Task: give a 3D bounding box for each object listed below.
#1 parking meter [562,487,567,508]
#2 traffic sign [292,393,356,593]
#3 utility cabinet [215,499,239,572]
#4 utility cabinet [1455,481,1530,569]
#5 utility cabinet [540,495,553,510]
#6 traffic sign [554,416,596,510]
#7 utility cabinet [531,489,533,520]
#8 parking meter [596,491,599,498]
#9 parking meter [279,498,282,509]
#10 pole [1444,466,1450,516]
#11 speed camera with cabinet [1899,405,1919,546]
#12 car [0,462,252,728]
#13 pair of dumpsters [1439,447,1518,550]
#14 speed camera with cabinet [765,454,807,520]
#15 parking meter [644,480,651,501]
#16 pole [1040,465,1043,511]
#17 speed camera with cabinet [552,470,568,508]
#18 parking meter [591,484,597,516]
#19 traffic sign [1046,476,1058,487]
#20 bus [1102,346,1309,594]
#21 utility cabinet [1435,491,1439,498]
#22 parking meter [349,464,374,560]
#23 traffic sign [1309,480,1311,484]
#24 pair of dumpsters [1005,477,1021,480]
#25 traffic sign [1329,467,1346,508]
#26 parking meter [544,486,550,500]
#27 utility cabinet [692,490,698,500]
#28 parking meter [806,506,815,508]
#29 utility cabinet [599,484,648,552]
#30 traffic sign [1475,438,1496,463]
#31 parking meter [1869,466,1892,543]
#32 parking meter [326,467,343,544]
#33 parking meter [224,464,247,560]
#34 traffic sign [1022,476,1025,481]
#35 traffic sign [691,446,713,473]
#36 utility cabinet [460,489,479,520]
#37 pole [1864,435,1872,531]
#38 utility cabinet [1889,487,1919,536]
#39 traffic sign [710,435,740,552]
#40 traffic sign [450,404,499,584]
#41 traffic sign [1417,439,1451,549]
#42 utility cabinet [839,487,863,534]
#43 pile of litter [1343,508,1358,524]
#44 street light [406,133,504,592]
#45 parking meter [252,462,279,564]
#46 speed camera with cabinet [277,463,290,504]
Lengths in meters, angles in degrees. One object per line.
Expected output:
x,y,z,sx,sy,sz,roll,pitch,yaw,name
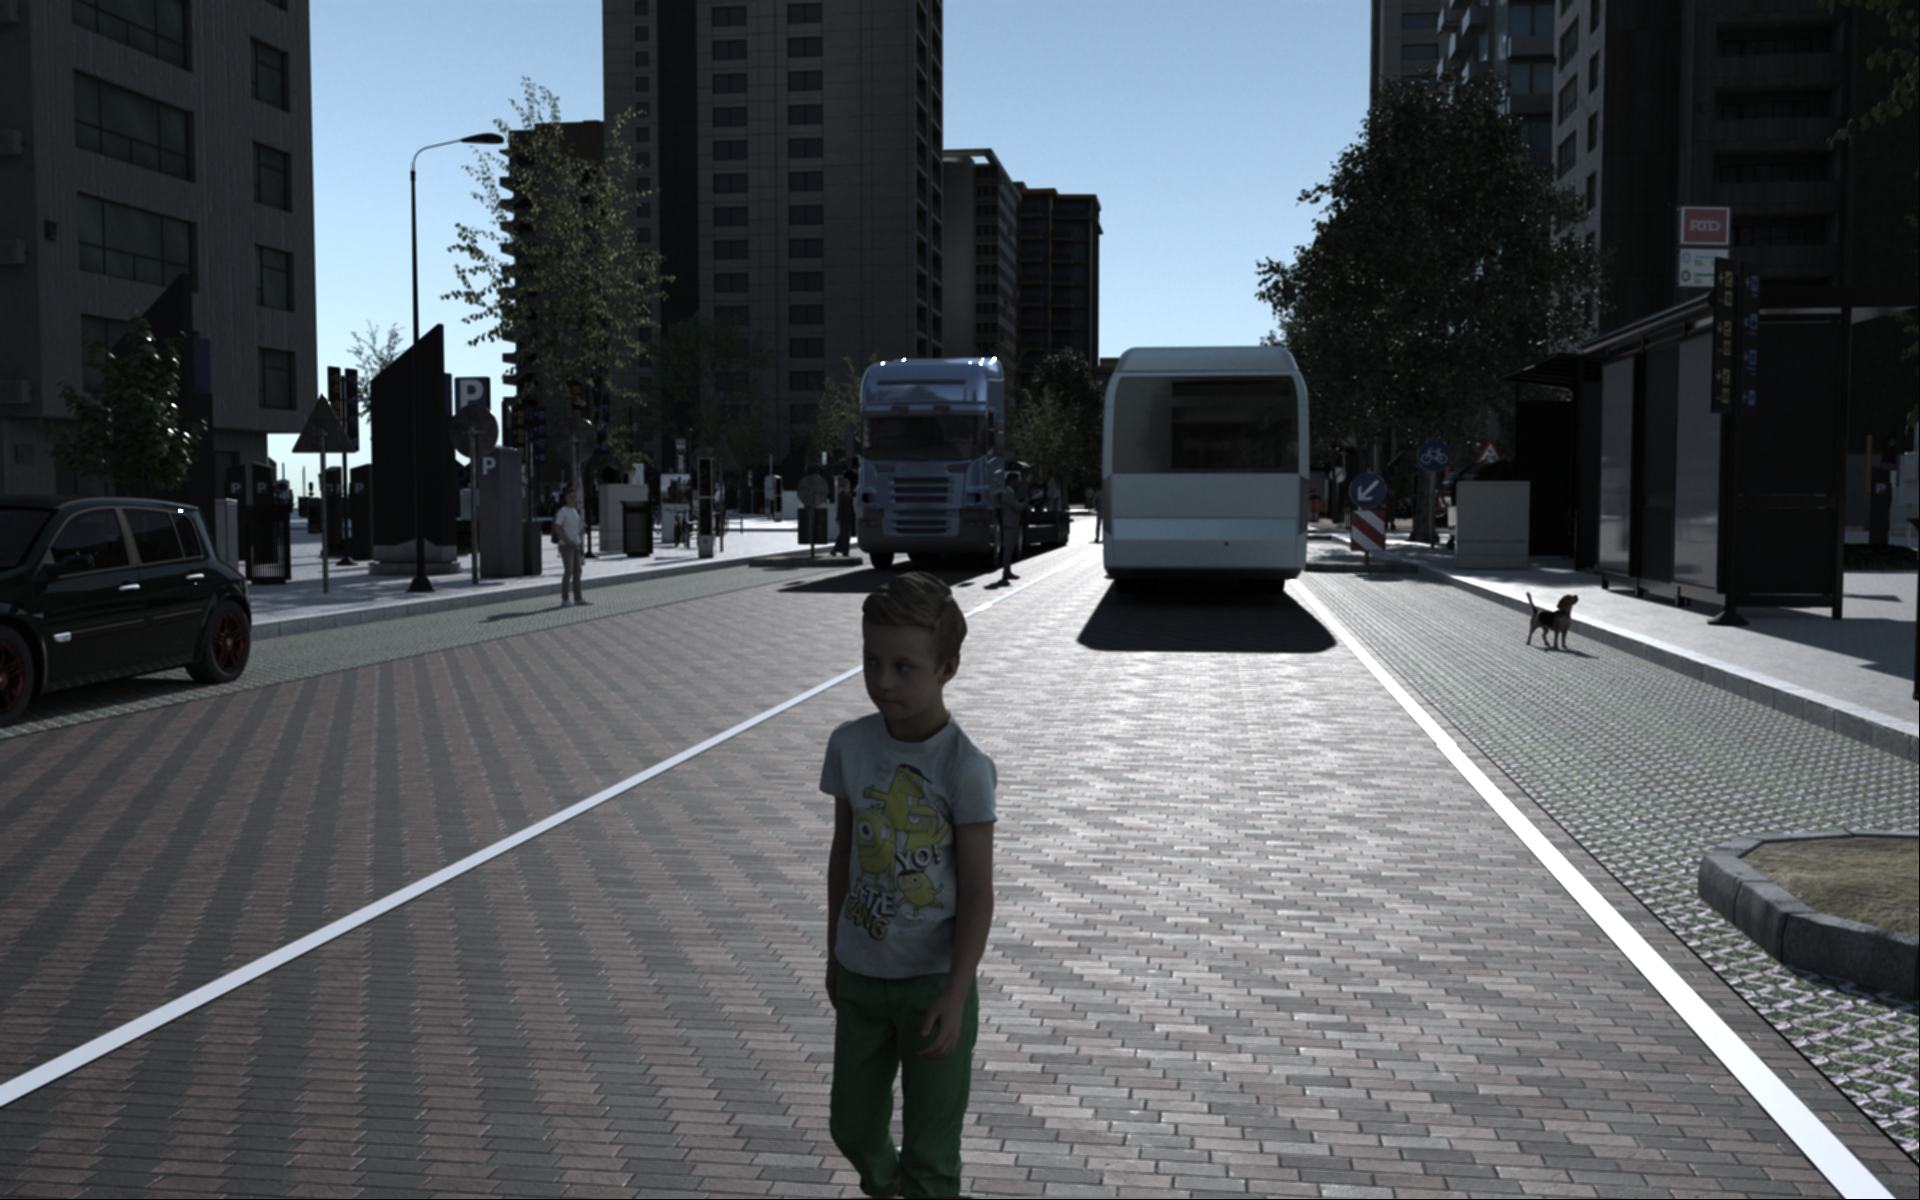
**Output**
-31.391,-8.062,137.519,0.399,1.863,0.255,-3,5,-41,parking meter
-8.222,-1.369,22.382,0.884,2.594,0.081,1,4,9,traffic sign
-10.493,-0.778,23.878,1.020,1.237,0.306,0,4,8,utility cabinet
9.059,-1.273,29.489,1.173,1.500,0.318,1,4,11,utility cabinet
-30.565,-7.155,128.152,0.306,1.237,1.020,2,4,30,utility cabinet
-6.304,-1.725,28.314,0.768,2.556,0.104,1,4,16,traffic sign
-19.331,-4.108,75.840,1.173,1.500,0.318,0,4,-7,utility cabinet
-25.629,-6.969,122.346,0.372,1.533,0.369,0,3,0,parking meter
-47.929,-6.947,121.999,0.372,1.533,0.369,0,3,0,parking meter
22.259,-5.215,79.107,0.158,3.312,0.155,0,3,0,pole
21.609,-2.661,37.838,0.660,3.252,2.038,-1,4,-22,speed camera with cabinet
-6.510,-0.123,11.797,2.009,1.686,4.222,0,4,7,car
11.566,-2.161,37.823,1.574,2.255,4.437,0,4,8,pair of dumpsters
-8.731,-5.618,86.197,2.038,3.252,0.660,2,4,31,speed camera with cabinet
-12.419,-3.836,68.434,0.399,1.863,0.255,-3,5,-43,parking meter
5.501,-7.541,117.140,0.158,3.312,0.155,0,3,0,pole
-32.277,-8.922,140.208,0.660,3.252,2.038,1,4,15,speed camera with cabinet
-21.489,-5.872,101.715,0.255,1.863,0.399,-1,4,-17,parking meter
6.674,-7.680,125.577,0.884,2.594,0.081,1,4,18,traffic sign
3.846,-2.038,28.187,2.948,3.499,13.247,0,4,7,bus
31.653,-6.548,115.741,0.318,1.500,1.173,0,4,-2,utility cabinet
-11.588,-1.702,33.534,0.399,1.863,0.255,0,4,3,parking meter
18.750,-5.788,94.645,0.884,2.594,0.081,1,4,10,traffic sign
2.468,-5.325,89.550,1.574,2.255,4.437,1,4,8,pair of dumpsters
17.605,-4.933,80.760,0.768,2.556,0.104,1,4,13,traffic sign
-28.354,-6.922,118.891,0.255,1.863,0.399,-2,4,-34,parking meter
-14.089,-5.113,92.283,1.173,1.500,0.318,1,4,11,utility cabinet
-7.060,-4.653,81.792,0.399,1.863,0.255,3,5,42,parking meter
-7.455,-1.816,38.367,0.318,1.500,1.173,3,4,38,utility cabinet
12.281,-2.456,40.154,0.884,2.594,0.081,1,4,14,traffic sign
19.060,-1.844,35.856,0.399,1.863,0.255,2,4,28,parking meter
-13.227,-1.886,36.541,0.255,1.863,0.399,0,4,7,parking meter
-14.002,-1.699,33.493,0.399,1.863,0.255,-1,4,-21,parking meter
3.780,-6.630,108.411,0.884,2.594,0.081,1,4,17,traffic sign
-6.760,-2.802,45.915,0.768,2.556,0.104,1,4,8,traffic sign
-22.239,-4.273,78.548,1.173,1.500,0.318,3,5,44,utility cabinet
31.482,-4.050,60.054,0.158,3.312,0.155,0,3,0,pole
28.702,-2.669,52.318,0.318,1.500,1.173,-1,4,-21,utility cabinet
-5.279,-2.342,38.290,0.884,2.594,0.081,1,4,16,traffic sign
-6.901,-1.496,24.574,0.768,2.556,0.104,1,4,15,traffic sign
11.031,-2.461,40.346,0.768,2.556,0.104,1,4,16,traffic sign
-3.266,-2.799,54.438,1.173,1.500,0.318,3,5,41,utility cabinet
16.907,-3.664,73.868,1.176,0.858,1.719,1,4,9,pile of litter
-6.560,-3.057,22.529,1.470,5.913,1.316,1,4,8,street light
-12.804,-1.605,31.953,0.399,1.863,0.255,0,4,1,parking meter
-43.546,-7.049,109.580,2.038,3.252,0.660,-1,4,-12,speed camera with cabinet
